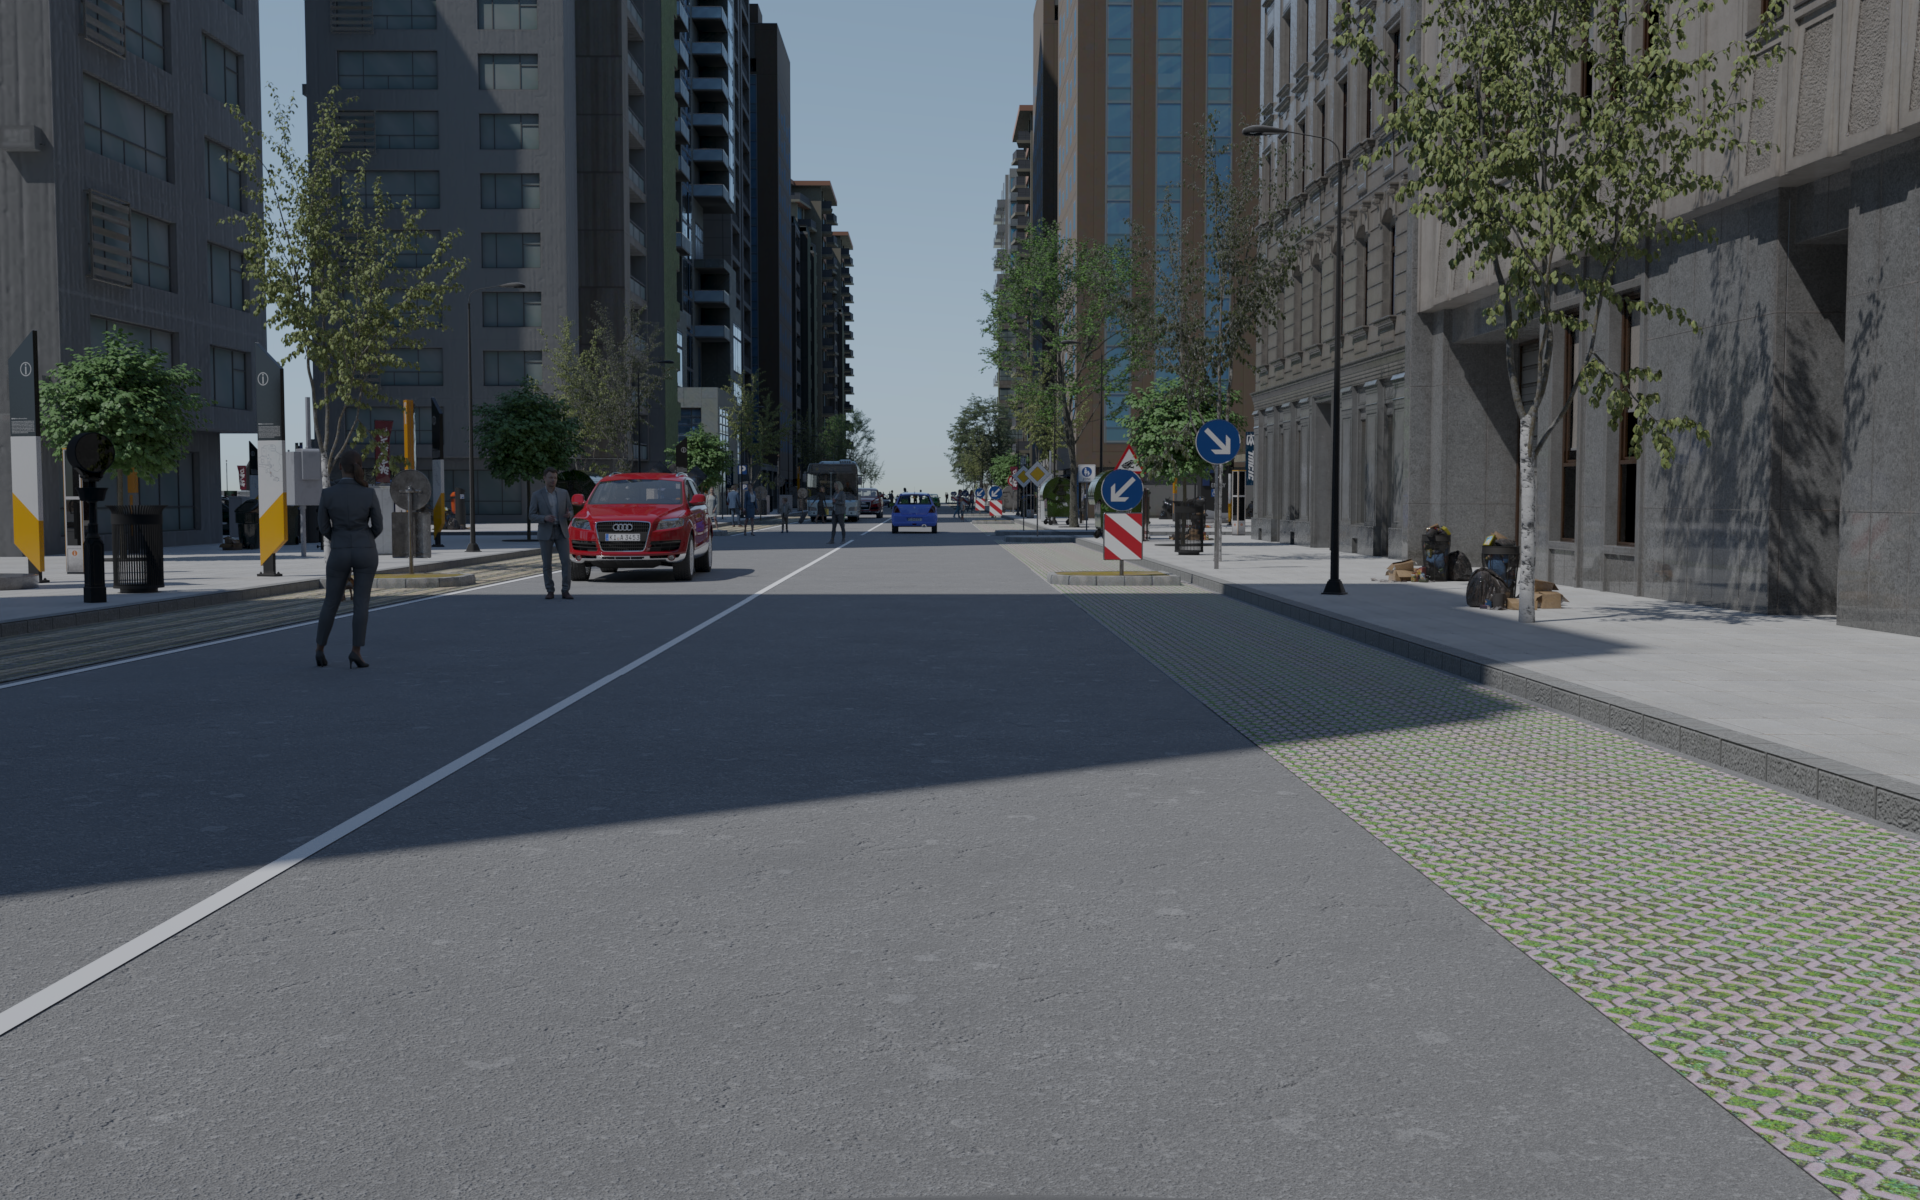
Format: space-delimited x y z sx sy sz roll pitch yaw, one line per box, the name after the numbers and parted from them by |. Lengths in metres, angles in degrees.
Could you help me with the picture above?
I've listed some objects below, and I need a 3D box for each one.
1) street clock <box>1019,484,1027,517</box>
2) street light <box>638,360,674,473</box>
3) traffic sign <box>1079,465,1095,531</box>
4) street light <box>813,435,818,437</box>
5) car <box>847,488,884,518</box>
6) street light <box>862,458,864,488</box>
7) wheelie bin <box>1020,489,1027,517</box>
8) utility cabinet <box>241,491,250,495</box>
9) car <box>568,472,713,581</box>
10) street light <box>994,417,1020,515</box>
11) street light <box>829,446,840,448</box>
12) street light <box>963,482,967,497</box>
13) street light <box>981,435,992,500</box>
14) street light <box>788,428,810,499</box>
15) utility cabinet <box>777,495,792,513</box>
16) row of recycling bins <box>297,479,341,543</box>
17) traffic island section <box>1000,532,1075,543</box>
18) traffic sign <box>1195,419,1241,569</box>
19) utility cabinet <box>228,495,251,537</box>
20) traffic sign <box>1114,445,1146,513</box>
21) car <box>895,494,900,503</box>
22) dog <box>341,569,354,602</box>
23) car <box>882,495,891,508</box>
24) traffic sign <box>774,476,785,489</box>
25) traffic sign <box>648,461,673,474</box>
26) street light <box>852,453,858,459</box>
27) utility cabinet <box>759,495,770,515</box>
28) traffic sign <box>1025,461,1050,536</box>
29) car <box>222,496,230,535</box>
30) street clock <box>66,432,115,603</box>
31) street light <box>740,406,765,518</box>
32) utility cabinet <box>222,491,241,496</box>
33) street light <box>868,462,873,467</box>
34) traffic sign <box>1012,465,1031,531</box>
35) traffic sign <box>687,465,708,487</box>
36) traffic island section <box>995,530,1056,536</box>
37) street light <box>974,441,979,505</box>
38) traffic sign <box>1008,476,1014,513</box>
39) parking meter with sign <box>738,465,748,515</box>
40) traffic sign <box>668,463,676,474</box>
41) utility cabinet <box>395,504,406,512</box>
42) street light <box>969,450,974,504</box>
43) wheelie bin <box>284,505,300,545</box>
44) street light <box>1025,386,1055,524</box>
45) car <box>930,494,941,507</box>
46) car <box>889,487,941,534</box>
3.548 -5.713 97.976 0.358 2.002 0.471 3 5 42 | street clock
-10.605 -5.361 60.189 1.470 5.913 1.316 0 4 -1 | street light
4.430 -3.573 60.552 0.606 2.300 0.079 0 4 0 | traffic sign
-11.849 -10.034 136.599 1.470 5.913 1.316 0 4 -1 | street light
-5.676 -5.826 103.932 2.281 1.827 5.304 0 4 0 | car
-12.985 -15.175 220.652 1.470 5.913 1.316 0 4 -1 | street light
3.709 -5.412 96.400 0.693 1.594 0.980 0 4 4 | wheelie bin
-47.660 -6.512 115.153 0.318 1.500 1.173 1 4 20 | utility cabinet
-5.517 -1.322 30.292 2.281 1.827 5.304 0 4 -3 | car
2.975 -8.095 104.901 1.470 5.913 1.316 0 4 -1 | street light
-12.270 -11.901 167.114 1.470 5.913 1.316 0 4 -1 | street light
1.382 -14.627 211.687 1.470 5.913 1.316 0 4 -1 | street light
2.496 -9.969 135.531 1.470 5.913 1.316 0 4 -1 | street light
-11.538 -9.140 121.984 1.470 5.913 1.316 0 4 -1 | street light
-12.055 -6.612 119.273 1.020 1.237 0.306 -2 4 -30 | utility cabinet
-16.936 -2.423 46.727 1.069 1.692 3.534 1 4 13 | row of recycling bins
2.364 -1.848 52.501 2.009 0.180 2.903 0 4 -1 | traffic island section
4.386 -1.800 29.542 0.768 2.556 0.104 0 4 0 | traffic sign
-21.420 -2.470 51.540 0.306 1.237 1.020 -3 5 -42 | utility cabinet
4.433 -2.781 45.479 0.884 2.594 0.081 0 4 4 | traffic sign
-9.296 -15.915 272.205 2.014 1.417 4.499 0 4 0 | car
-8.165 -0.232 23.075 0.540 0.507 0.406 2 4 25 | dog
-8.220 -10.401 182.643 1.945 1.354 3.894 0 4 -3 | car
-12.503 -7.326 119.893 0.768 2.556 0.104 0 4 2 | traffic sign
-9.053 -2.974 52.271 0.795 2.450 0.064 0 4 -1 | traffic sign
-12.718 -13.791 198.016 1.470 5.913 1.316 0 4 -1 | street light
-12.247 -5.946 108.372 0.306 1.237 1.020 -2 4 -32 | utility cabinet
2.341 -2.984 52.424 0.795 2.450 0.064 0 4 -1 | traffic sign
-23.653 -2.756 54.848 4.222 1.686 2.009 0 4 -3 | car
-10.226 -0.969 20.421 0.358 2.002 0.471 3 4 38 | street clock
-11.023 -7.288 91.706 1.470 5.913 1.316 0 4 -1 | street light
-47.668 -6.365 112.742 0.318 1.500 1.173 3 5 44 | utility cabinet
-13.463 -17.076 251.738 1.470 5.913 1.316 0 4 -1 | street light
2.219 -3.472 60.408 0.795 2.450 0.064 0 4 -1 | traffic sign
-9.174 -3.463 60.255 0.795 2.450 0.064 0 4 -1 | traffic sign
2.242 -2.337 60.486 2.009 0.180 2.903 0 4 -1 | traffic island section
2.206 -10.923 151.129 1.470 5.913 1.316 0 4 -1 | street light
3.535 -7.014 114.785 0.768 2.556 0.104 0 4 0 | traffic sign
-12.999 -6.597 104.127 0.543 3.016 1.738 -1 4 -13 | parking meter with sign
-11.741 -4.370 71.558 0.768 2.556 0.104 0 4 8 | traffic sign
-22.652 -3.587 69.808 1.020 1.237 0.306 0 4 3 | utility cabinet
1.820 -12.775 181.409 1.470 5.913 1.316 0 4 -1 | street light
-17.048 -2.178 43.521 0.980 1.594 0.693 -2 4 -35 | wheelie bin
3.471 -6.176 73.511 1.470 5.913 1.316 0 4 -1 | street light
-3.038 -10.877 186.632 1.959 1.807 4.718 0 4 -1 | car
-1.678 -3.339 64.184 1.945 1.707 3.694 0 4 -1 | car
